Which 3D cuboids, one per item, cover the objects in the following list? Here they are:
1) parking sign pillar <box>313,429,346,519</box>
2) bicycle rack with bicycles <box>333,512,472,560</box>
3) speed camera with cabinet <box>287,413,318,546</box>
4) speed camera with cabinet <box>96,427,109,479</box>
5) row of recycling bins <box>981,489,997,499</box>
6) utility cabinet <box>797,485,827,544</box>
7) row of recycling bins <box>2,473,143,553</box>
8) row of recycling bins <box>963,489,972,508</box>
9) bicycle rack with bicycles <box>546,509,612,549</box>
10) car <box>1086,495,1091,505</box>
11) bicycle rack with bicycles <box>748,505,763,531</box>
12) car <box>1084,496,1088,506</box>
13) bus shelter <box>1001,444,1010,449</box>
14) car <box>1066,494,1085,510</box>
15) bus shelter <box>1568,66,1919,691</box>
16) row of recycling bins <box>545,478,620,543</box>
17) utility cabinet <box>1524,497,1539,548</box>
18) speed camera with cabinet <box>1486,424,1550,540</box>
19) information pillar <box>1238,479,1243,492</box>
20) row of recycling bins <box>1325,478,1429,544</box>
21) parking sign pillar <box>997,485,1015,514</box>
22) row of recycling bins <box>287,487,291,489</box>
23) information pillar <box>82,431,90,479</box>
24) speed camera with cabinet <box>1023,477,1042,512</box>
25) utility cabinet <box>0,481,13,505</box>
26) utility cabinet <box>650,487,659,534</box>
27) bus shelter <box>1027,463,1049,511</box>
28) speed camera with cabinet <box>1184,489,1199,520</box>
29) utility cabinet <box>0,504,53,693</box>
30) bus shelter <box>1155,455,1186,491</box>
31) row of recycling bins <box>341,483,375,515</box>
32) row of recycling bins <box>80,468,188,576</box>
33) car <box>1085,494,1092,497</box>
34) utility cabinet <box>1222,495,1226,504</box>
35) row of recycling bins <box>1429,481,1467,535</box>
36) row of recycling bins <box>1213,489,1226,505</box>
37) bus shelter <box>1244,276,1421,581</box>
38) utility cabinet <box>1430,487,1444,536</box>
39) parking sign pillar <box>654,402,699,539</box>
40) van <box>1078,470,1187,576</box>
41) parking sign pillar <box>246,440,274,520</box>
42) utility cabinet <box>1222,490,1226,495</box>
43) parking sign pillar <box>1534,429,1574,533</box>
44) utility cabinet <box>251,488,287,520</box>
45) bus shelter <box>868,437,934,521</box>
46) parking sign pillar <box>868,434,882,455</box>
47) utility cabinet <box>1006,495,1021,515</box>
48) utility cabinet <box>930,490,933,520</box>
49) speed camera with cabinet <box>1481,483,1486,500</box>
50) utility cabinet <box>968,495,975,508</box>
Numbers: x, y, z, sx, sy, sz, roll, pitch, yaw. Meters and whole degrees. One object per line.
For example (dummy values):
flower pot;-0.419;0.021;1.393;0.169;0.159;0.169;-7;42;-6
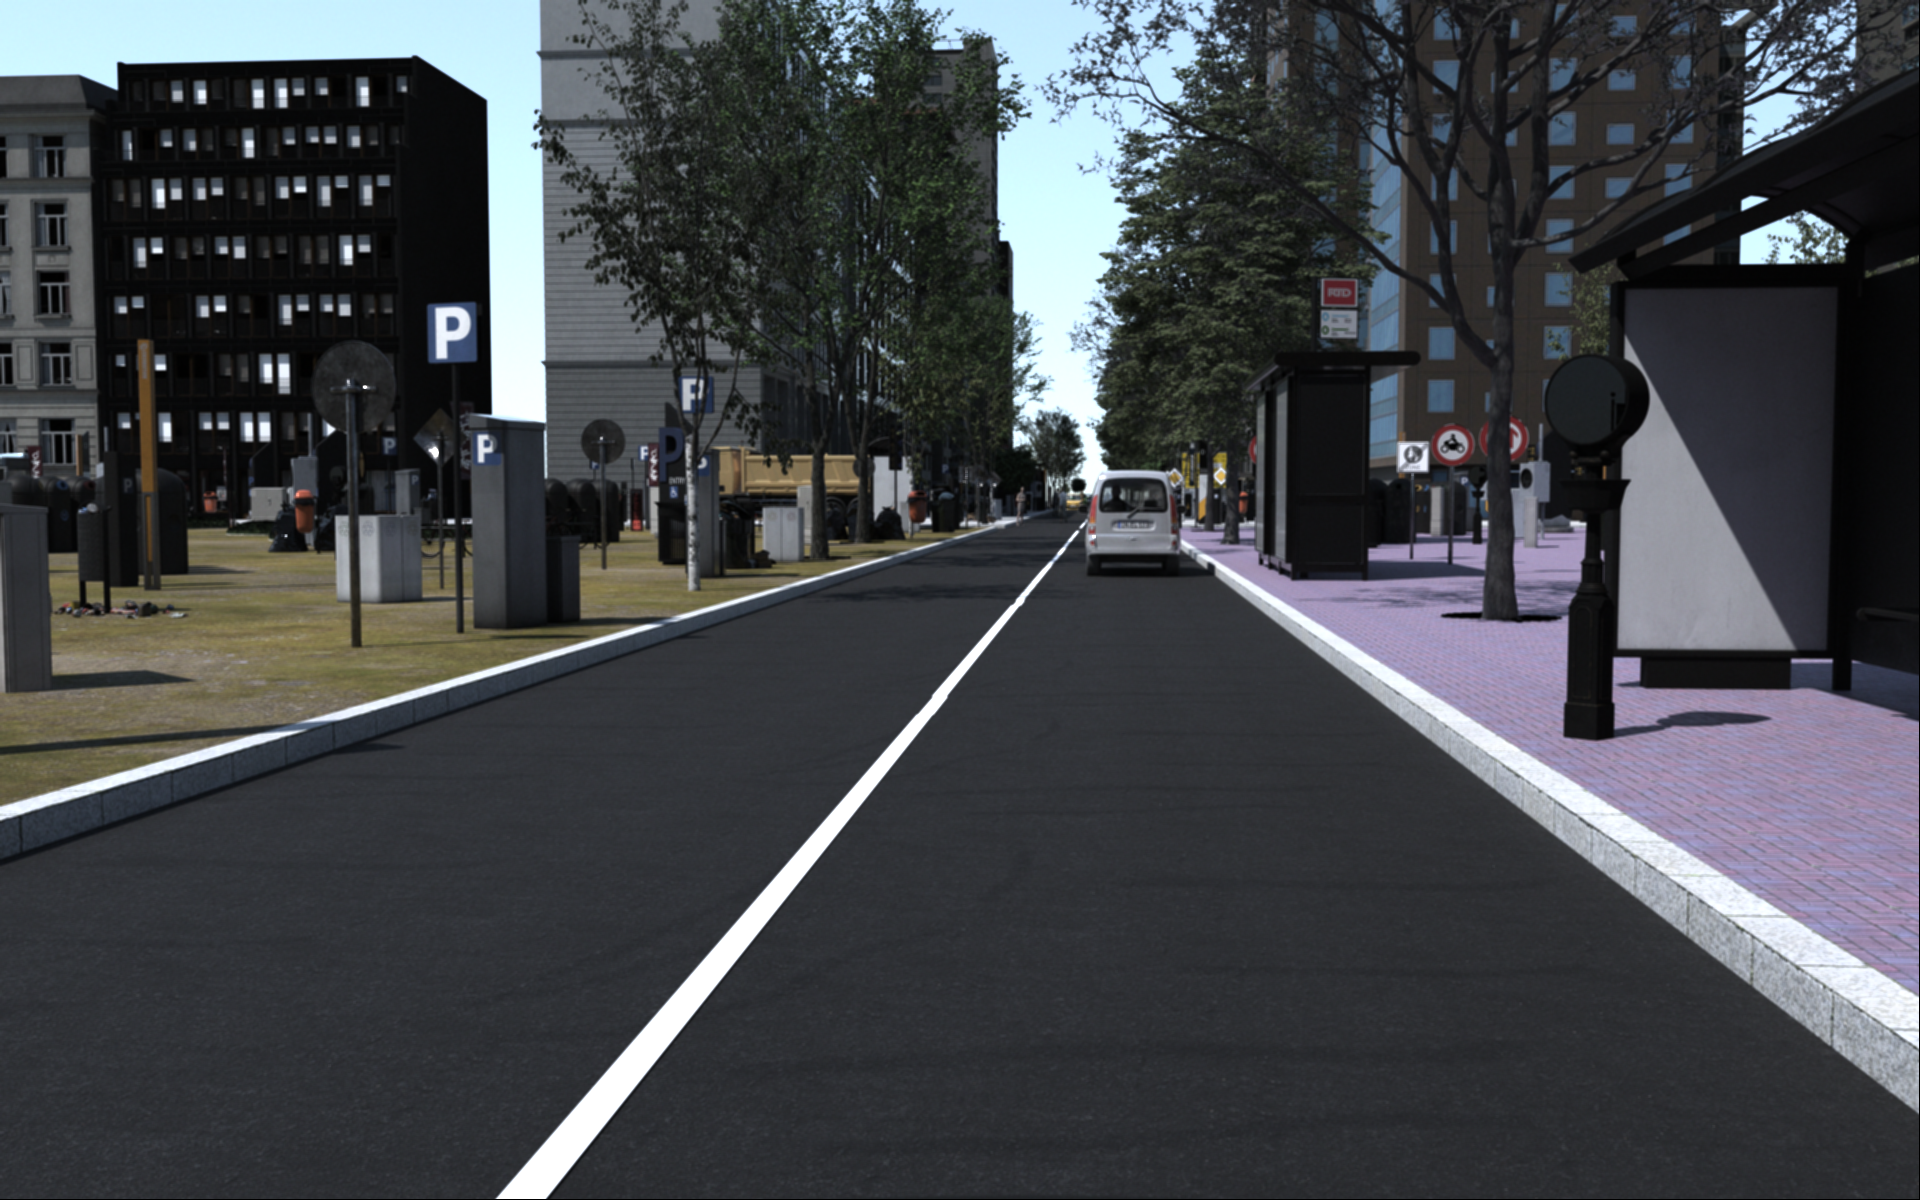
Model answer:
parking sign pillar;-24.333;-4.785;66.709;1.447;3.967;1.447;2;4;30
bicycle rack with bicycles;-11.172;-1.284;34.377;2.925;0.926;2.852;1;4;14
speed camera with cabinet;-16.374;-2.980;43.066;0.660;3.252;2.038;-2;4;-25
speed camera with cabinet;-25.187;-3.425;50.340;0.660;3.252;2.038;1;4;21
row of recycling bins;2.270;-7.546;130.491;1.069;1.692;3.534;-1;4;-18
utility cabinet;-3.759;-2.146;43.763;0.318;1.500;1.173;-2;4;-29
row of recycling bins;-19.944;-1.925;38.583;1.069;1.692;3.534;1;4;12
row of recycling bins;0.521;-8.345;143.553;1.069;1.692;3.534;0;4;2
bicycle rack with bicycles;-9.497;-1.650;40.359;2.925;0.926;2.852;-3;4;-36
car;14.250;-11.305;197.423;1.945;1.354;3.894;0;4;3
bicycle rack with bicycles;-7.711;-2.763;58.561;2.852;0.926;2.925;-1;4;-10
car;12.333;-10.429;179.313;1.959;1.807;4.718;0;4;7
bus shelter;4.611;-10.073;142.320;2.179;5.291;8.768;0;4;5
car;9.121;-7.931;139.891;2.015;1.641;3.980;0;4;3
bus shelter;4.849;-0.913;8.850;2.014;3.302;5.546;0;4;5
row of recycling bins;-10.303;-2.329;45.187;1.069;1.692;3.534;3;4;36
utility cabinet;13.759;-1.869;41.727;0.306;1.237;1.020;1;4;20
speed camera with cabinet;15.953;-3.365;49.355;0.660;3.252;2.038;-1;4;-17
information pillar;13.494;-4.858;83.918;0.304;2.012;0.304;-1;4;-13
row of recycling bins;10.587;-2.391;46.208;1.069;1.692;3.534;-3;5;-44
parking sign pillar;3.119;-7.698;114.335;1.447;3.967;1.447;2;4;32
row of recycling bins;-31.314;-4.768;85.067;3.534;1.692;1.069;-3;4;-37
information pillar;-32.324;-4.438;63.923;0.183;3.616;0.504;2;4;29
speed camera with cabinet;4.971;-7.852;122.721;0.660;3.252;2.038;3;5;40
utility cabinet;-15.974;-1.191;28.158;1.173;1.500;0.318;1;4;15
utility cabinet;-9.207;-2.783;54.174;1.173;1.500;0.318;3;5;43
bus shelter;5.828;-8.619;132.198;1.731;3.624;6.357;0;4;5
speed camera with cabinet;11.624;-5.706;87.637;0.660;3.252;2.038;3;5;40
utility cabinet;-6.379;-0.025;11.567;0.306;1.237;1.020;-3;5;-44
bus shelter;12.910;-7.016;105.990;1.731;3.624;6.357;0;4;5
row of recycling bins;-22.329;-3.503;64.383;1.069;1.692;3.534;-1;4;-13
row of recycling bins;-13.627;-1.319;28.686;1.069;1.692;3.534;-2;4;-35
car;16.402;-12.895;221.061;2.015;1.641;3.980;0;4;4
utility cabinet;12.419;-4.276;81.070;1.020;1.237;0.306;1;4;13
row of recycling bins;15.406;-2.970;55.673;1.069;1.692;3.534;0;4;-2
row of recycling bins;20.417;-7.889;136.101;3.534;1.692;1.069;1;4;13
bus shelter;6.077;-3.185;29.706;2.179;5.291;8.768;0;4;5
utility cabinet;14.574;-2.706;52.921;0.318;1.500;1.173;1;4;20
parking sign pillar;-8.189;-3.789;50.417;1.447;3.967;1.447;3;5;39
van;3.157;-1.511;31.717;2.013;2.044;4.112;0;4;5
parking sign pillar;-34.682;-5.962;85.950;1.447;3.967;1.447;1;4;23
utility cabinet;12.872;-4.664;84.929;0.318;1.500;1.173;3;5;39
parking sign pillar;19.673;-4.224;57.529;1.447;3.967;1.447;-2;4;-26
utility cabinet;-23.924;-3.137;59.970;1.173;1.500;0.318;1;4;9
bus shelter;-2.242;-4.282;63.933;2.014;3.302;5.546;0;4;5
parking sign pillar;-4.089;-5.458;77.706;1.447;3.967;1.447;1;4;16
utility cabinet;3.406;-5.929;108.097;1.020;1.237;0.306;1;4;14
utility cabinet;-1.292;-4.613;84.094;0.318;1.500;1.173;0;4;-2
speed camera with cabinet;19.650;-4.144;62.086;2.038;3.252;0.660;-2;4;-25
utility cabinet;1.034;-7.631;135.931;1.020;1.237;0.306;-3;5;-42
